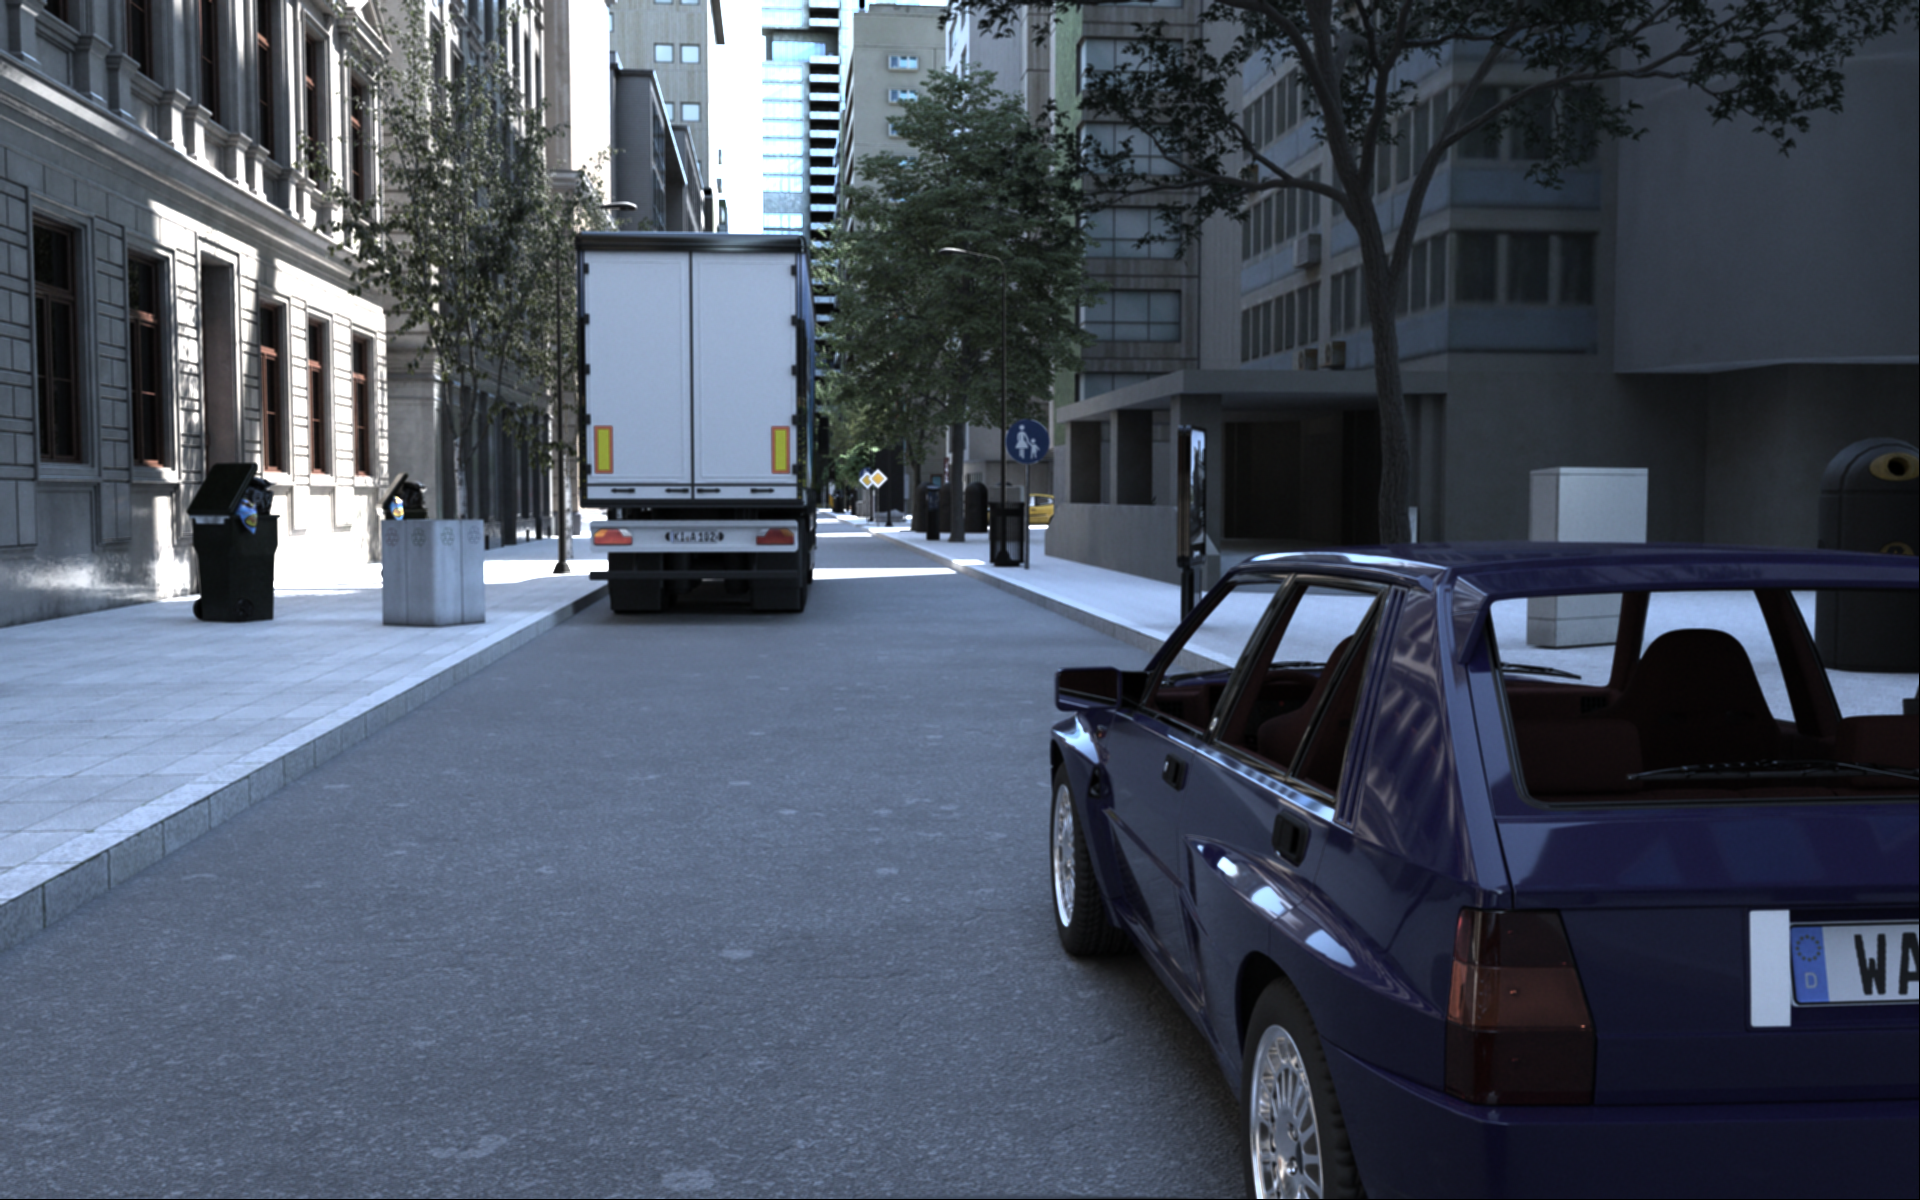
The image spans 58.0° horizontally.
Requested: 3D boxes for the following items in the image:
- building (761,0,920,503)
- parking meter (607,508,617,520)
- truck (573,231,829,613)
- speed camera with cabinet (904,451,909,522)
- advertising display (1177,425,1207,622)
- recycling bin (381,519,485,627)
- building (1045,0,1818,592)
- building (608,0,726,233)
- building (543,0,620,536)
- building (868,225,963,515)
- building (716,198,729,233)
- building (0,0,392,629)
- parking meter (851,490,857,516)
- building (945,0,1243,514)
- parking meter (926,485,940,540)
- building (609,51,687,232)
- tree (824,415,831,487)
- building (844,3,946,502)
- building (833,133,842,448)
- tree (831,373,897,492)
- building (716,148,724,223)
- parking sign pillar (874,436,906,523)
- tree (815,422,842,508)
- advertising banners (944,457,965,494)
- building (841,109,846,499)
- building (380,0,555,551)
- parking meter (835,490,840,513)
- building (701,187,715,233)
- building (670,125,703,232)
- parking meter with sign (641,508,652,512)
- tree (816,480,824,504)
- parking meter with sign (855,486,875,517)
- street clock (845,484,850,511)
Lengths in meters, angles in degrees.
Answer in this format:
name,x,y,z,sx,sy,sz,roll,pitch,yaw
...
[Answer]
name,x,y,z,sx,sy,sz,roll,pitch,yaw
building,-16.305,-57.051,245.447,31.000,86.520,22.319,0,4,-6
parking meter,-10.009,-2.546,50.033,0.372,1.533,0.369,0,3,0
truck,-3.270,-2.156,24.171,2.839,4.237,11.283,0,4,-4
speed camera with cabinet,-3.029,-5.249,80.150,0.660,3.252,2.038,-2,4,-26
advertising display,2.222,-0.695,16.583,0.123,1.923,0.974,1,4,17
recycling bin,-5.196,-0.278,17.094,0.722,1.027,0.722,2,4,26
building,18.530,-20.682,30.025,32.217,40.220,23.993,0,4,-6
building,-38.358,-35.862,175.580,28.713,52.752,27.495,0,4,-6
building,-21.883,-16.596,57.250,20.117,28.700,13.634,0,4,-6
building,8.041,-17.014,123.221,27.650,21.520,28.899,0,4,-6
building,-39.065,-34.084,240.859,14.086,41.232,14.154,0,4,-6
building,-14.766,-11.357,21.843,11.583,22.565,21.152,0,4,-6
parking meter,-6.296,-5.790,103.084,0.372,1.533,0.369,0,3,0
building,6.828,-24.582,85.514,14.086,41.232,14.154,0,4,-6
parking meter,-0.752,-2.446,48.398,0.372,1.533,0.369,0,3,0
building,-22.223,-16.618,90.763,14.314,24.678,30.058,0,4,-6
tree,-6.595,-9.711,109.131,4.737,8.622,4.395,0,3,0
building,-0.214,-33.411,169.972,21.300,48.544,21.600,0,4,-6
building,-3.897,-36.122,210.206,23.786,49.044,30.456,0,4,-6
tree,-5.113,-9.243,101.486,4.737,8.622,4.395,0,3,0
building,-43.895,-36.043,208.904,30.456,49.044,23.786,0,4,-6
parking sign pillar,-3.173,-5.477,78.027,1.447,3.967,1.447,0,4,-1
tree,-13.575,-13.380,169.132,4.360,8.622,3.978,0,3,0
advertising banners,-0.283,-5.246,81.954,0.090,3.025,2.074,-2,4,-27
building,-5.907,-30.843,187.881,14.154,41.232,14.086,0,4,-6
building,-15.794,-11.773,41.644,9.793,20.994,18.267,0,4,-6
parking meter,-8.207,-6.577,115.947,0.372,1.533,0.369,0,3,0
building,-29.293,-23.498,155.897,14.160,30.474,14.107,0,4,-6
building,-25.065,-19.831,117.741,14.314,27.812,24.014,0,4,-6
parking meter with sign,-9.800,-3.484,53.218,0.543,3.016,1.738,0,4,7
tree,-18.590,-14.275,227.993,1.663,3.219,1.824,0,3,0
parking meter with sign,-5.030,-6.097,95.951,1.738,3.016,0.543,3,4,36
street clock,-8.302,-7.542,127.886,0.358,2.002,0.471,0,4,4
